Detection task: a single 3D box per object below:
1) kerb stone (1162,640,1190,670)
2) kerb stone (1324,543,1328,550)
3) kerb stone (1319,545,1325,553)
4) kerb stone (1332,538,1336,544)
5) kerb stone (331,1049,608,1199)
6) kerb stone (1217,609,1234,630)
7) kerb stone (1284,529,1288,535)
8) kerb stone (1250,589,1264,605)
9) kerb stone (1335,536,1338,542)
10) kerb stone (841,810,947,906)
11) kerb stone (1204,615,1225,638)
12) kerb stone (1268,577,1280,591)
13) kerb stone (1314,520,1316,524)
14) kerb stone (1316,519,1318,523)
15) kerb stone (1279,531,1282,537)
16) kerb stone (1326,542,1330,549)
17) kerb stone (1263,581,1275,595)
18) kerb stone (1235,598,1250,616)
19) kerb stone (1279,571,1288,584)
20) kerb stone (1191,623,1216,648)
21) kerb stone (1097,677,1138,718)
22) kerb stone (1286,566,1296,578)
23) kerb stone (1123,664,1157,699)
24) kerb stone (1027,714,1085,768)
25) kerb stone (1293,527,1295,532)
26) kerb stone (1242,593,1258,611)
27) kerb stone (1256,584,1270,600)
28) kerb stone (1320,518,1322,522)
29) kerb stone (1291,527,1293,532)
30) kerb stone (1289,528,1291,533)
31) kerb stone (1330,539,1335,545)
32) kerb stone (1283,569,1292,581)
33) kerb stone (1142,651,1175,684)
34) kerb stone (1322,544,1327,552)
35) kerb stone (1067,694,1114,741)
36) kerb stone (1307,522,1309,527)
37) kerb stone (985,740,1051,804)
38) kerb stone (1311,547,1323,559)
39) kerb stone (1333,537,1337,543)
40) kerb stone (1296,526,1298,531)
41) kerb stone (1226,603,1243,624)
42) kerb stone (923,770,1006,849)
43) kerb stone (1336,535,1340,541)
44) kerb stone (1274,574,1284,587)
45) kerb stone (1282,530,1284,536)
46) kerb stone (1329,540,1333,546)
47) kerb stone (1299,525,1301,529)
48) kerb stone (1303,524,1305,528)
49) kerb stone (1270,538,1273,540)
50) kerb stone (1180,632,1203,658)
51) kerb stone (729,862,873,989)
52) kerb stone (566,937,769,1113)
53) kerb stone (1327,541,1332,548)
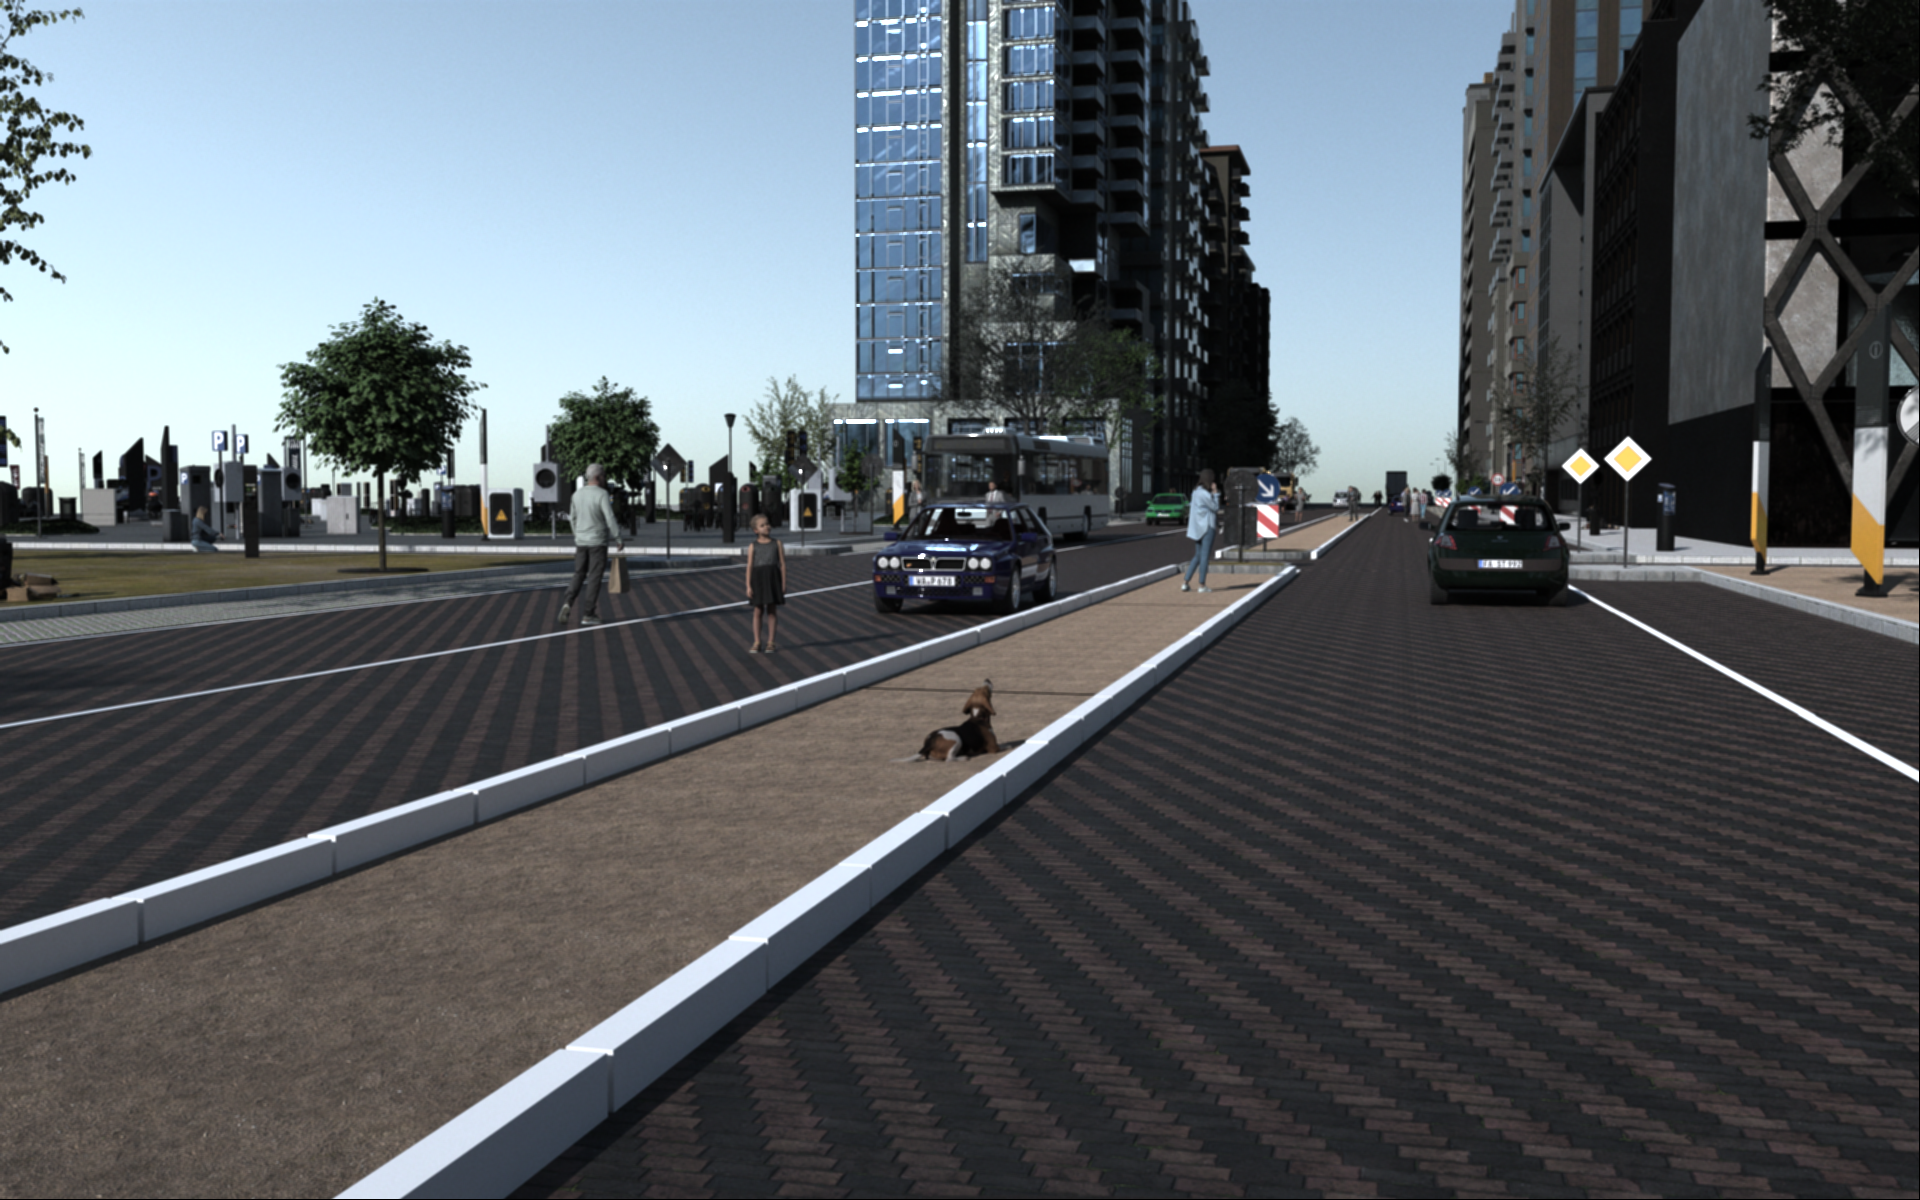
[{"bbox_3d":[1.781,0.475,14.457,0.120,0.150,1.000,1,4,14],"label":"kerb stone"},{"bbox_3d":[8.958,-1.257,42.798,0.120,0.150,1.000,1,4,14],"label":"kerb stone"},{"bbox_3d":[8.455,-1.136,40.803,0.120,0.150,1.000,1,4,14],"label":"kerb stone"},{"bbox_3d":[10.218,-1.562,47.759,0.120,0.150,1.000,1,4,14],"label":"kerb stone"},{"bbox_3d":[-0.991,1.143,3.510,0.120,0.150,1.000,1,4,14],"label":"kerb stone"},{"bbox_3d":[2.786,0.234,18.435,0.120,0.150,1.000,1,4,14],"label":"kerb stone"},{"bbox_3d":[11.208,-2.325,60.208,0.120,0.150,1.000,1,4,14],"label":"kerb stone"},{"bbox_3d":[3.800,-0.012,22.418,0.120,0.150,1.000,1,4,14],"label":"kerb stone"},{"bbox_3d":[10.717,-1.682,49.742,0.120,0.150,1.000,1,4,14],"label":"kerb stone"},{"bbox_3d":[-0.242,0.962,6.489,0.120,0.150,1.000,1,4,14],"label":"kerb stone"},{"bbox_3d":[2.538,0.291,17.439,0.120,0.150,1.000,1,4,14],"label":"kerb stone"},{"bbox_3d":[4.557,-0.196,25.395,0.120,0.150,1.000,1,4,14],"label":"kerb stone"},{"bbox_3d":[16.247,-3.538,80.092,0.120,0.150,1.000,1,4,14],"label":"kerb stone"},{"bbox_3d":[16.744,-3.660,82.074,0.120,0.150,1.000,1,4,14],"label":"kerb stone"},{"bbox_3d":[10.453,-2.142,57.225,0.120,0.150,1.000,1,4,14],"label":"kerb stone"},{"bbox_3d":[9.203,-1.317,43.796,0.120,0.150,1.000,1,4,14],"label":"kerb stone"},{"bbox_3d":[4.301,-0.135,24.405,0.120,0.150,1.000,1,4,14],"label":"kerb stone"},{"bbox_3d":[3.294,0.109,20.437,0.120,0.150,1.000,1,4,14],"label":"kerb stone"},{"bbox_3d":[5.059,-0.317,27.385,0.120,0.150,1.000,1,4,14],"label":"kerb stone"},{"bbox_3d":[2.291,0.352,16.445,0.120,0.150,1.000,1,4,14],"label":"kerb stone"},{"bbox_3d":[1.028,0.656,11.472,0.120,0.150,1.000,1,4,14],"label":"kerb stone"},{"bbox_3d":[5.560,-0.439,29.374,0.120,0.150,1.000,1,4,14],"label":"kerb stone"},{"bbox_3d":[1.274,0.600,12.469,0.120,0.150,1.000,1,4,14],"label":"kerb stone"},{"bbox_3d":[0.522,0.778,9.478,0.120,0.150,1.000,1,4,14],"label":"kerb stone"},{"bbox_3d":[12.217,-2.569,64.192,0.120,0.150,1.000,1,4,14],"label":"kerb stone"},{"bbox_3d":[3.551,0.047,21.426,0.120,0.150,1.000,1,4,14],"label":"kerb stone"},{"bbox_3d":[4.053,-0.074,23.408,0.120,0.150,1.000,1,4,14],"label":"kerb stone"},{"bbox_3d":[17.752,-3.900,86.044,0.120,0.150,1.000,1,4,14],"label":"kerb stone"},{"bbox_3d":[11.962,-2.508,63.194,0.120,0.150,1.000,1,4,14],"label":"kerb stone"},{"bbox_3d":[11.707,-2.446,62.193,0.120,0.150,1.000,1,4,14],"label":"kerb stone"},{"bbox_3d":[9.972,-1.497,46.768,0.120,0.150,1.000,1,4,14],"label":"kerb stone"},{"bbox_3d":[5.313,-0.373,28.382,0.120,0.150,1.000,1,4,14],"label":"kerb stone"},{"bbox_3d":[1.532,0.534,13.465,0.120,0.150,1.000,1,4,14],"label":"kerb stone"},{"bbox_3d":[8.711,-1.196,41.800,0.120,0.150,1.000,1,4,14],"label":"kerb stone"},{"bbox_3d":[0.775,0.718,10.480,0.120,0.150,1.000,1,4,14],"label":"kerb stone"},{"bbox_3d":[14.729,-3.173,74.123,0.120,0.150,1.000,1,4,14],"label":"kerb stone"},{"bbox_3d":[0.274,0.843,8.474,0.120,0.150,1.000,1,4,14],"label":"kerb stone"},{"bbox_3d":[8.207,-1.077,39.808,0.120,0.150,1.000,1,4,14],"label":"kerb stone"},{"bbox_3d":[10.475,-1.624,48.749,0.120,0.150,1.000,1,4,14],"label":"kerb stone"},{"bbox_3d":[12.715,-2.690,66.176,0.120,0.150,1.000,1,4,14],"label":"kerb stone"},{"bbox_3d":[3.046,0.169,19.434,0.120,0.150,1.000,1,4,14],"label":"kerb stone"},{"bbox_3d":[0.019,0.900,7.478,0.120,0.150,1.000,1,4,14],"label":"kerb stone"},{"bbox_3d":[10.971,-1.746,50.741,0.120,0.150,1.000,1,4,14],"label":"kerb stone"},{"bbox_3d":[4.807,-0.256,26.393,0.120,0.150,1.000,1,4,14],"label":"kerb stone"},{"bbox_3d":[10.696,-2.203,58.218,0.120,0.150,1.000,1,4,14],"label":"kerb stone"},{"bbox_3d":[9.719,-1.442,45.777,0.120,0.150,1.000,1,4,14],"label":"kerb stone"},{"bbox_3d":[13.218,-2.811,68.165,0.120,0.150,1.000,1,4,14],"label":"kerb stone"},{"bbox_3d":[13.975,-2.994,71.140,0.120,0.150,1.000,1,4,14],"label":"kerb stone"},{"bbox_3d":[9.438,-1.899,53.249,0.120,0.150,1.000,1,4,14],"label":"kerb stone"},{"bbox_3d":[2.031,0.420,15.456,0.120,0.150,1.000,1,4,14],"label":"kerb stone"},{"bbox_3d":[-0.490,1.021,5.497,0.120,0.150,1.000,1,4,14],"label":"kerb stone"},{"bbox_3d":[-0.737,1.085,4.505,0.120,0.150,1.000,1,4,14],"label":"kerb stone"},{"bbox_3d":[9.465,-1.382,44.787,0.120,0.150,1.000,1,4,14],"label":"kerb stone"}]
